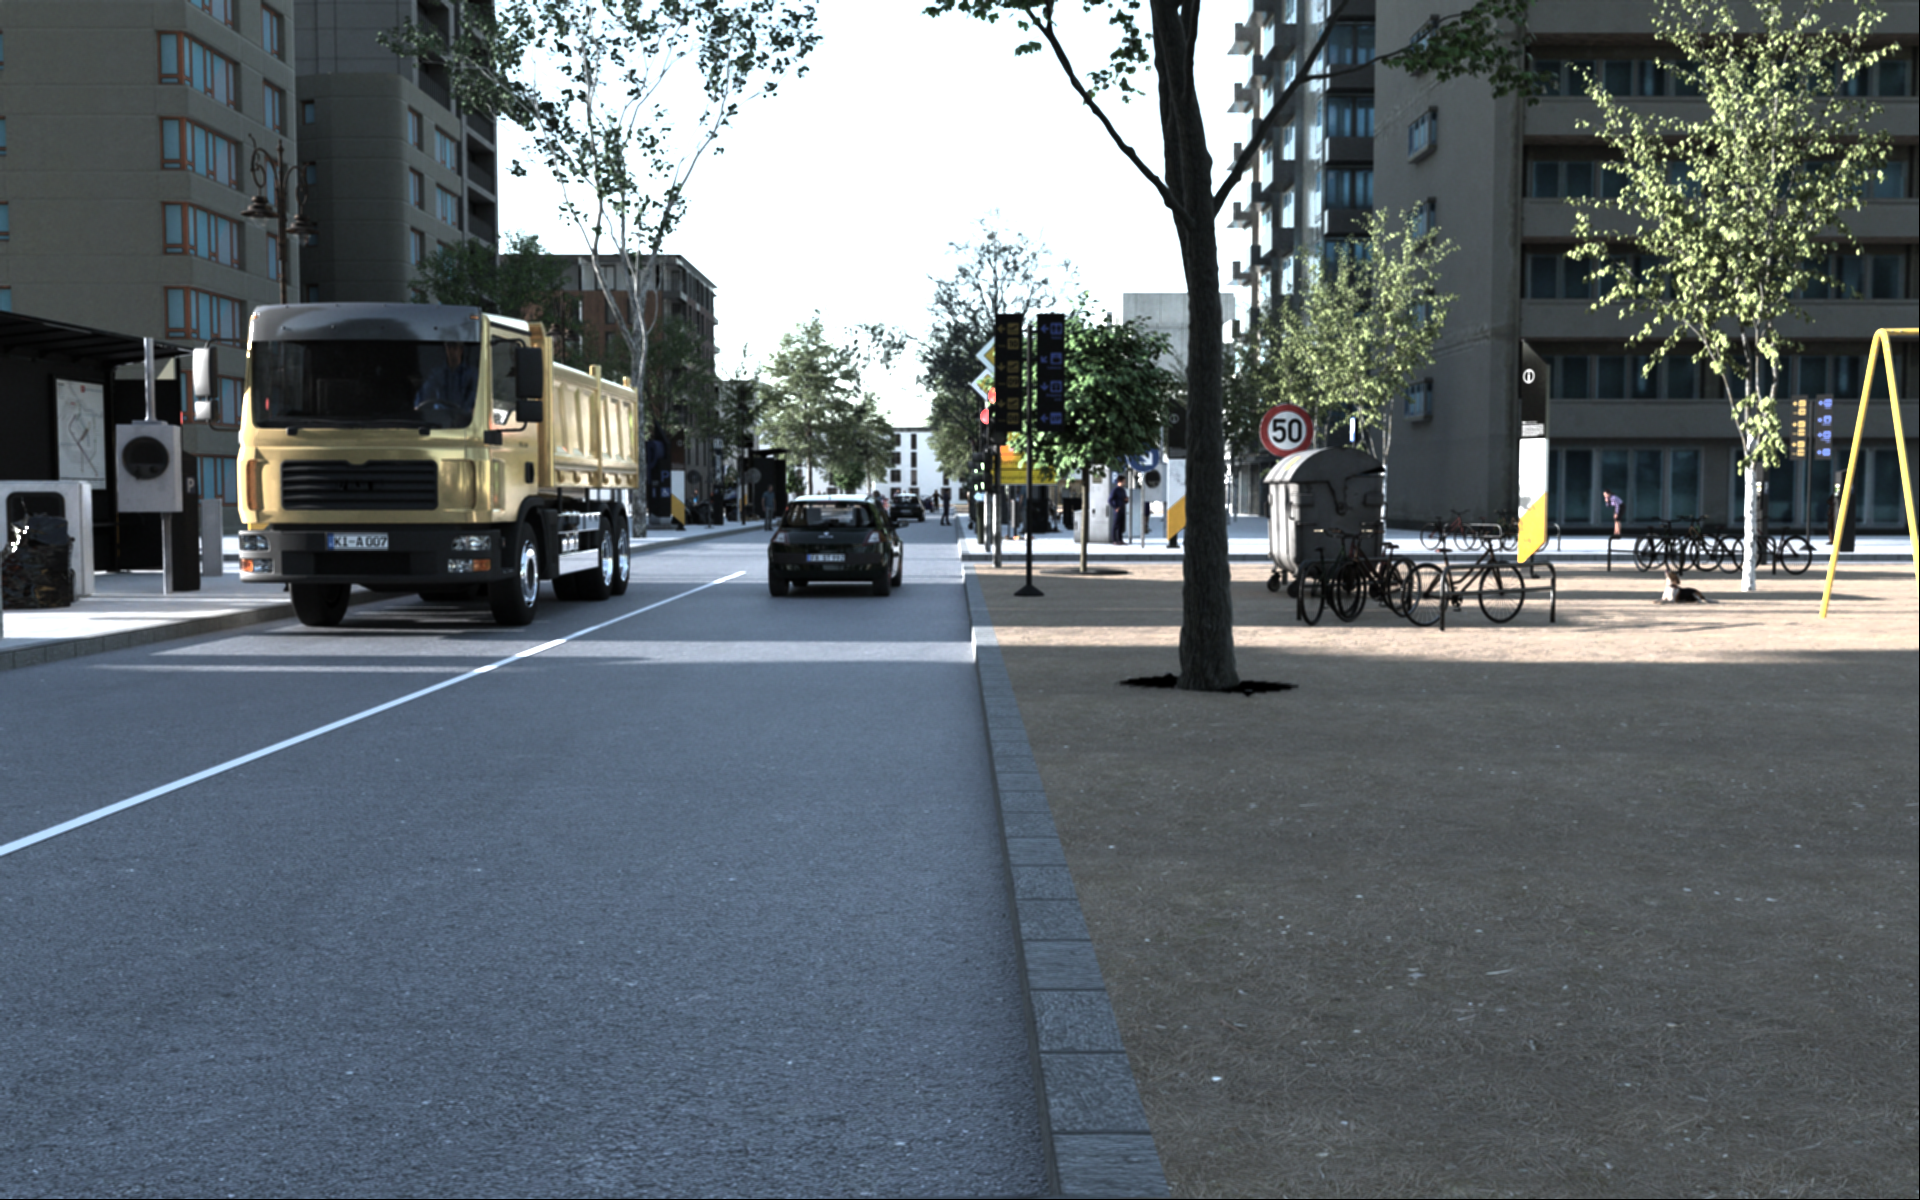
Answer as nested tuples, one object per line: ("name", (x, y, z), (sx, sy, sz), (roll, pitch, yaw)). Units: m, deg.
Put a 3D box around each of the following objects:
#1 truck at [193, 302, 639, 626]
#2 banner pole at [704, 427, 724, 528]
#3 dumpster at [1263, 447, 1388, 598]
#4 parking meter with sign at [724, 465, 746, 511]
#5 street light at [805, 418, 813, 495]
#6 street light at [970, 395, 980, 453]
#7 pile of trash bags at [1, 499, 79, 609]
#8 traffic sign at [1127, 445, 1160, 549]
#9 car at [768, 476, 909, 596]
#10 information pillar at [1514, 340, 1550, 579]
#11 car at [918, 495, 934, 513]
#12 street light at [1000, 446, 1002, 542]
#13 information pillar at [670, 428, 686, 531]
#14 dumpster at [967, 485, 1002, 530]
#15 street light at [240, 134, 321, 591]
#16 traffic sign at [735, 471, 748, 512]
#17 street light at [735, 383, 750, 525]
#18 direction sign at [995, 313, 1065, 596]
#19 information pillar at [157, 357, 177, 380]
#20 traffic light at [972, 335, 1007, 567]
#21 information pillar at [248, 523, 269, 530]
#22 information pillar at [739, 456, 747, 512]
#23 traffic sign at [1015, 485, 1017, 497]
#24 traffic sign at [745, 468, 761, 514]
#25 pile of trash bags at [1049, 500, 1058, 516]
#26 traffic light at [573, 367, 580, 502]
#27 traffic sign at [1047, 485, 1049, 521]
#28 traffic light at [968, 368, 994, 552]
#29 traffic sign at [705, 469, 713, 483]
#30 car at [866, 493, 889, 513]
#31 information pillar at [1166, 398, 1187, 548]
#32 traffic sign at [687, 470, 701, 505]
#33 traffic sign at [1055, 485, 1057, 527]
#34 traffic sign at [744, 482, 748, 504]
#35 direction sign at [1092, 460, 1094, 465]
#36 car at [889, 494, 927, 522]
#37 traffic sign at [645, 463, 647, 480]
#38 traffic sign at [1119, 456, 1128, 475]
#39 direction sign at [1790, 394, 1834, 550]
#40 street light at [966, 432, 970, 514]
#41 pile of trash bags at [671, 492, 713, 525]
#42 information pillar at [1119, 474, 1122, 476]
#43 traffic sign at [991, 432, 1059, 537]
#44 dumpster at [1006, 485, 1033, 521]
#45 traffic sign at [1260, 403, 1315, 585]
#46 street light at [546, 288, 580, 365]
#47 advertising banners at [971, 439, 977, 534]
("truck", (-5.963, -1.531, 20.961), (3.469, 3.379, 9.791), (0, 4, -1))
("banner pole", (-9.247, -4.603, 65.279), (0.863, 3.779, 0.401), (-2, 4, -35))
("dumpster", (4.638, -0.994, 22.011), (1.264, 1.857, 1.865), (0, 4, 0))
("parking meter with sign", (-13.480, -6.643, 104.873), (1.738, 3.016, 0.543), (2, 4, 30))
("street light", (-9.150, -8.109, 105.371), (0.468, 5.910, 1.993), (0, 4, 0))
("street light", (0.816, -6.569, 80.195), (0.468, 5.910, 1.993), (0, 4, 0))
("pile of trash bags", (-10.923, -0.577, 19.189), (1.912, 1.369, 3.447), (-1, 4, -20))
("traffic sign", (4.305, -2.484, 40.715), (0.768, 2.556, 0.104), (0, 3, 0))
("car", (-1.791, -0.975, 25.728), (2.009, 1.686, 4.222), (0, 4, 1))
("information pillar", (8.663, -2.129, 26.163), (0.183, 3.616, 0.504), (-2, 4, -30))
("car", (-2.928, -7.519, 135.512), (1.945, 1.354, 3.894), (0, 4, 0))
("street light", (1.043, -4.478, 46.000), (0.468, 5.910, 1.993), (0, 4, 0))
("information pillar", (-9.908, -4.251, 60.864), (0.504, 3.616, 0.183), (-1, 4, -17))
("dumpster", (0.902, -3.515, 63.221), (1.264, 1.857, 1.865), (0, 4, 0))
("street light", (-8.854, -3.054, 22.729), (0.468, 5.910, 1.993), (0, 4, 0))
("traffic sign", (-12.039, -5.844, 95.655), (0.768, 2.556, 0.104), (0, 4, 4))
("street light", (-9.073, -6.096, 72.464), (0.468, 5.910, 1.993), (0, 4, 0))
("direction sign", (0.873, -1.822, 21.782), (0.876, 3.537, 0.379), (0, 4, 2))
("information pillar", (-13.367, -2.322, 29.312), (0.504, 3.616, 0.183), (2, 4, 28))
("traffic light", (0.633, -2.532, 30.320), (0.839, 4.253, 0.868), (0, 4, 0))
("information pillar", (-16.457, -3.008, 40.539), (0.183, 3.616, 0.504), (3, 5, 42))
("information pillar", (-12.873, -6.794, 102.436), (0.504, 3.616, 0.183), (-2, 4, -25))
("traffic sign", (2.131, -4.054, 66.396), (0.768, 2.556, 0.104), (0, 4, 3))
("traffic sign", (-10.082, -5.156, 84.414), (0.768, 2.556, 0.104), (0, 4, 1))
("pile of trash bags", (4.300, -5.599, 101.303), (1.912, 1.369, 3.447), (2, 4, 29))
("traffic light", (-8.466, -3.017, 38.245), (0.839, 4.253, 0.868), (0, 4, 0))
("traffic sign", (4.051, -4.878, 79.865), (0.768, 2.556, 0.104), (0, 4, 1))
("traffic light", (0.595, -3.020, 38.305), (0.839, 4.253, 0.868), (0, 4, 0))
("traffic sign", (-12.067, -5.188, 84.824), (0.884, 2.594, 0.081), (0, 4, 3))
("car", (-6.203, -7.123, 125.503), (2.155, 1.783, 4.494), (0, 4, 1))
("information pillar", (5.130, -3.031, 40.903), (0.504, 3.616, 0.183), (0, 4, 4))
("traffic sign", (-14.012, -5.565, 91.091), (0.768, 2.556, 0.104), (1, 4, 9))
("traffic sign", (3.619, -3.986, 65.281), (0.768, 2.556, 0.104), (0, 4, 1))
("traffic sign", (-12.407, -6.186, 101.149), (0.884, 2.594, 0.081), (1, 4, 9))
("direction sign", (4.081, -3.415, 47.839), (0.876, 3.537, 0.379), (-1, 4, -12))
("car", (-2.740, -4.938, 90.518), (2.009, 1.686, 4.222), (0, 4, 1))
("traffic sign", (-12.198, -4.089, 66.856), (0.884, 2.594, 0.081), (0, 4, 6))
("traffic sign", (4.324, -2.964, 48.572), (0.768, 2.556, 0.104), (0, 4, 5))
("direction sign", (19.406, -2.908, 39.537), (0.876, 3.537, 0.379), (3, 5, 40))
("street light", (0.630, -8.582, 113.101), (0.468, 5.910, 1.993), (0, 4, 0))
("pile of trash bags", (-10.962, -3.915, 73.763), (1.912, 1.369, 3.447), (1, 4, 13))
("information pillar", (4.684, -2.908, 52.045), (0.304, 2.012, 0.304), (-1, 4, -10))
("traffic sign", (1.756, -3.473, 50.652), (2.265, 3.308, 0.079), (0, 4, 2))
("dumpster", (2.892, -4.770, 83.744), (1.264, 1.857, 1.865), (0, 4, 0))
("traffic sign", (4.587, -1.485, 24.389), (0.768, 2.556, 0.104), (0, 4, 1))
("street light", (-8.921, -4.053, 39.047), (0.468, 5.910, 1.993), (0, 4, 0))
("advertising banners", (0.578, -3.669, 56.181), (0.090, 3.025, 2.074), (1, 4, 13))
